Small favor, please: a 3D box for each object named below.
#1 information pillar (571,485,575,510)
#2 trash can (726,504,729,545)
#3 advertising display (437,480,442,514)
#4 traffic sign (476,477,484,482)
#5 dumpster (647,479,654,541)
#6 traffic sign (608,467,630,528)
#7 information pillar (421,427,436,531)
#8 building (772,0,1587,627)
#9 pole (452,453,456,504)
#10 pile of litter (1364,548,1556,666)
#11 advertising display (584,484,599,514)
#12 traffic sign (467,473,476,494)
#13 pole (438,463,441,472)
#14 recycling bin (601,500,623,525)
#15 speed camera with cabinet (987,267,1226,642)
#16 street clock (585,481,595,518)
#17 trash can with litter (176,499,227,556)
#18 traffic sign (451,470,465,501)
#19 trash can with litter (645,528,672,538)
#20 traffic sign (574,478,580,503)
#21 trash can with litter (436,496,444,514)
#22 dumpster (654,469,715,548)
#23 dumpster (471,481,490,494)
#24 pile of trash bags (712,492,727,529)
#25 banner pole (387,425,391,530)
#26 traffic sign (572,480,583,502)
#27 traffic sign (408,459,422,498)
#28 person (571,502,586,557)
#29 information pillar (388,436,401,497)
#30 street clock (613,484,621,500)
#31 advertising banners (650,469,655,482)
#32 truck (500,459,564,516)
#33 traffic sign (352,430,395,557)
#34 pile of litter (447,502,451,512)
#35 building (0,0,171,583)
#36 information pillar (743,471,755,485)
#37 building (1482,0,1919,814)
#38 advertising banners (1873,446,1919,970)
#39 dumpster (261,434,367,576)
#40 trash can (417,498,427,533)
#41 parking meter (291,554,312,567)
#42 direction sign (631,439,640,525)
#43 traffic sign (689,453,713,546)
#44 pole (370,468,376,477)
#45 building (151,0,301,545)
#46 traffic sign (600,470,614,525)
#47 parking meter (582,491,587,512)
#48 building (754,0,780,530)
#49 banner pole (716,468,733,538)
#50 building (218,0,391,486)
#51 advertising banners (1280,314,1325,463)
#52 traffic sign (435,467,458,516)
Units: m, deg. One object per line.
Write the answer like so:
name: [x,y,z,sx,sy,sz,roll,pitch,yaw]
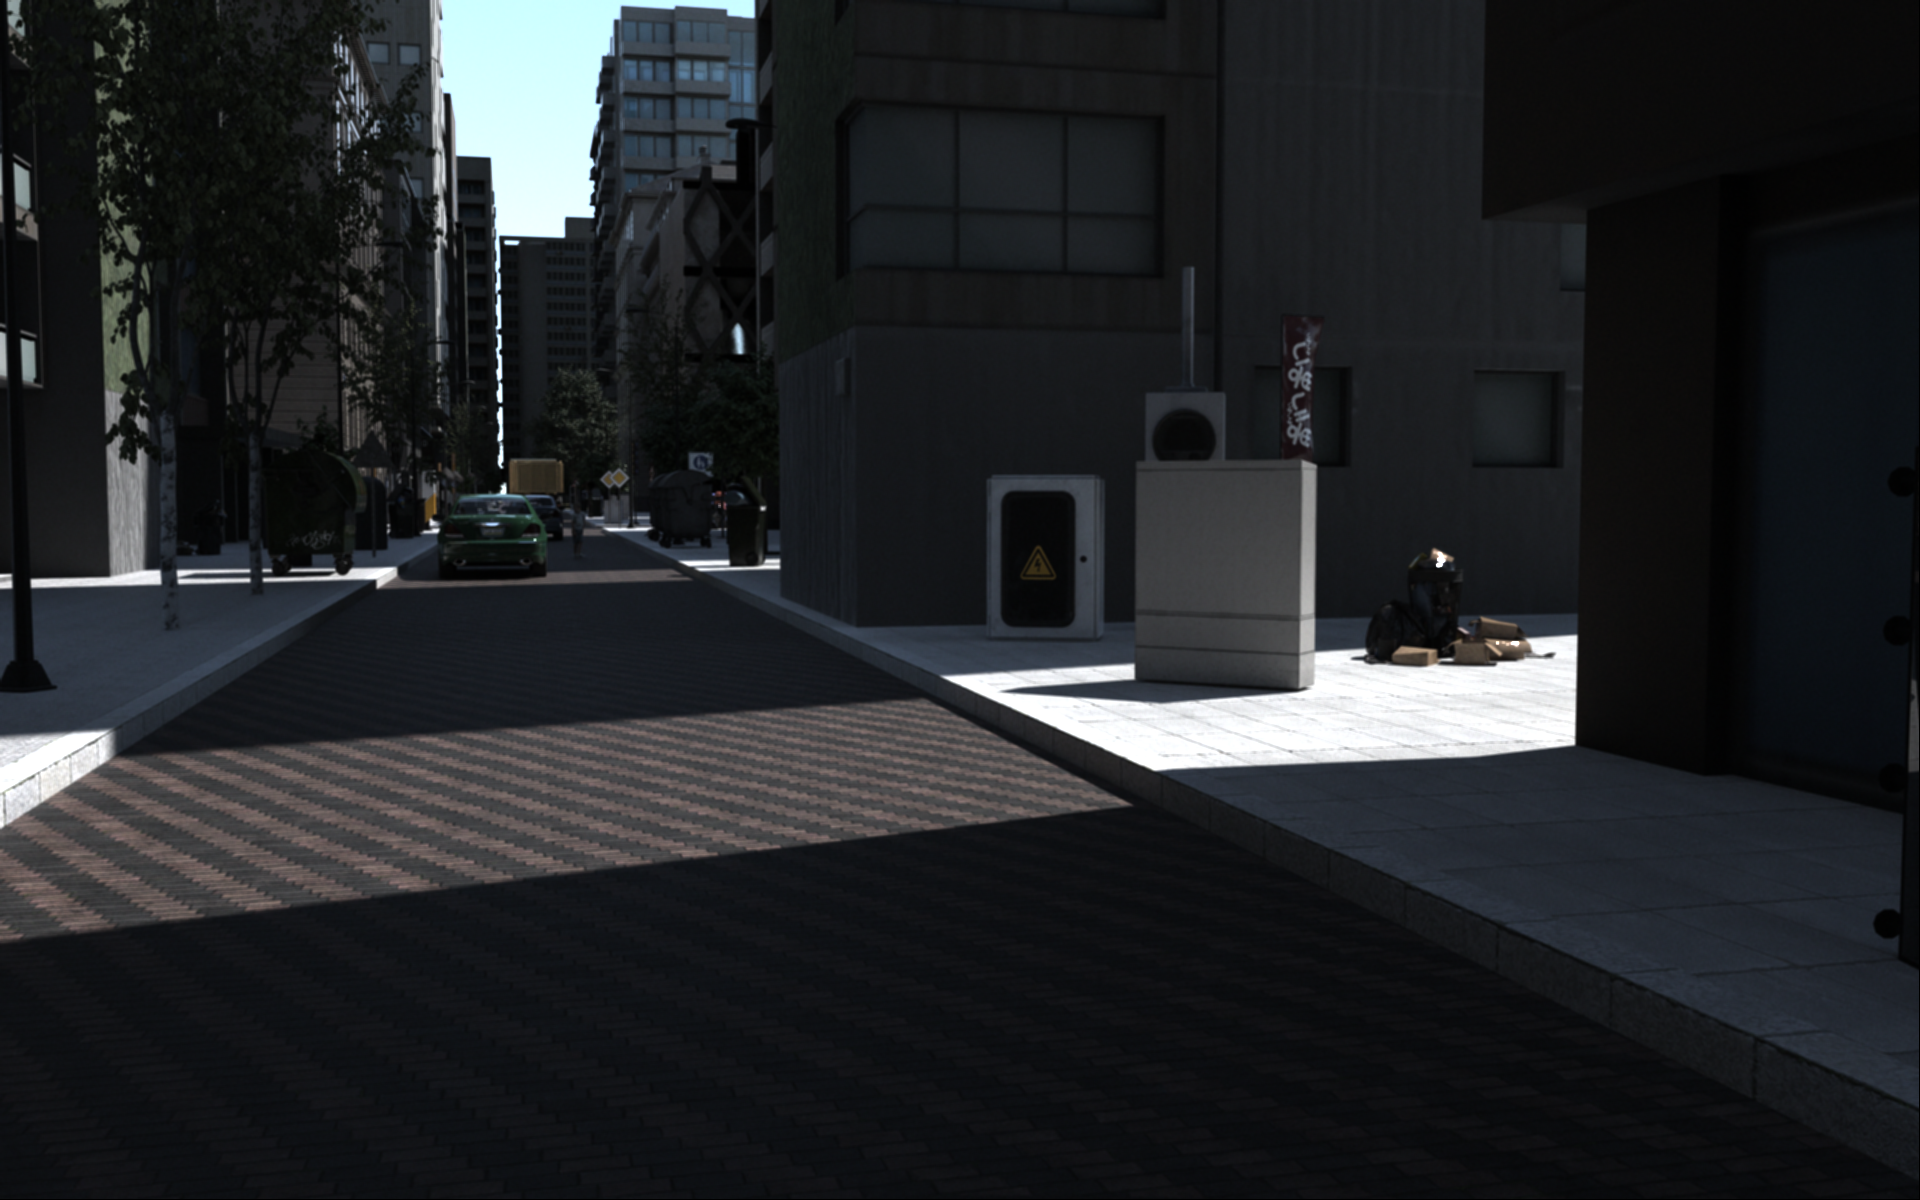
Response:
information pillar: [-32.022,-8.482,143.172,0.304,2.012,0.304,-1,4,-13]
trash can: [-5.374,-1.863,42.119,0.748,1.137,0.748,0,3,0]
advertising display: [-23.981,-4.560,79.772,0.123,1.923,0.974,-1,4,-22]
traffic sign: [-36.731,-8.091,132.385,0.768,2.556,0.104,-1,4,-10]
dumpster: [-7.889,-2.554,47.509,1.264,1.857,1.865,-1,4,-14]
traffic sign: [-12.716,-3.733,64.674,0.795,2.450,0.064,-1,4,-14]
information pillar: [-18.655,-4.244,60.741,0.504,3.616,0.183,1,4,10]
building: [4.150,-20.803,23.730,14.154,41.232,14.086,-1,4,-14]
pole: [-25.259,-5.666,86.490,0.158,3.312,0.155,0,3,0]
pile of litter: [3.889,0.031,13.463,1.719,0.858,1.176,-1,4,-11]
advertising display: [-23.808,-6.529,111.961,0.974,1.923,0.123,1,4,12]
traffic sign: [-29.011,-6.264,102.515,0.768,2.556,0.104,0,4,-5]
pole: [-34.051,-7.309,113.345,0.158,3.312,0.155,0,3,0]
recycling bin: [-14.667,-3.717,73.325,0.722,1.027,0.722,0,4,-4]
speed camera with cabinet: [1.279,-1.272,15.133,2.038,3.252,0.660,1,4,10]
street clock: [-19.989,-5.448,93.640,0.471,2.002,0.358,-2,4,-34]
trash can with litter: [-15.967,-1.522,36.278,1.055,1.170,0.624,-3,5,-43]
traffic sign: [-20.673,-4.116,70.938,0.795,2.450,0.064,-1,4,-14]
trash can with litter: [-8.584,-2.361,49.995,1.055,1.170,0.624,0,4,6]
traffic sign: [-28.452,-7.912,129.465,0.768,2.556,0.104,-1,4,-10]
trash can with litter: [-24.570,-4.322,82.045,0.624,1.170,1.055,2,4,31]
dumpster: [-6.568,-2.190,41.566,1.264,1.857,1.865,-1,4,-14]
dumpster: [-35.485,-7.669,127.886,1.502,2.255,1.985,-1,4,-14]
pile of trash bags: [-9.395,-3.327,64.143,1.912,1.369,3.447,1,4,12]
banner pole: [-20.343,-4.393,61.846,0.401,3.779,0.863,-1,4,-22]
traffic sign: [-27.702,-7.685,125.656,0.884,2.594,0.081,0,4,-5]
traffic sign: [-19.245,-3.765,61.662,0.768,2.556,0.104,-1,4,-9]
person: [-8.658,-1.600,39.346,0.332,1.250,0.352,0,4,-1]
information pillar: [-22.760,-4.794,69.732,0.504,3.616,0.183,0,4,-1]
street clock: [-17.050,-4.999,86.299,0.358,2.002,0.471,-3,5,-42]
advertising banners: [-16.559,-6.080,95.591,0.090,3.025,2.074,-3,5,-44]
truck: [-23.120,-6.009,94.175,3.469,3.379,9.791,-1,4,-16]
traffic sign: [-11.908,-2.149,35.133,0.884,2.594,0.081,-1,4,-12]
pile of litter: [-38.198,-7.218,131.983,1.719,0.858,1.176,-3,4,-37]
building: [-19.514,-20.706,22.136,14.154,41.232,14.086,-1,4,-14]
information pillar: [-5.563,-2.527,45.801,0.304,2.012,0.304,-1,4,-9]
building: [11.123,-21.557,2.564,14.600,45.320,14.200,-1,4,-14]
advertising banners: [2.614,-0.461,3.729,0.090,3.025,2.074,0,4,-1]
dumpster: [-10.409,-1.551,27.861,1.502,2.255,1.985,-1,4,-14]
trash can: [-18.120,-2.814,57.661,0.748,1.137,0.748,0,3,0]
parking meter: [-11.709,-1.365,30.728,0.372,1.533,0.369,0,3,0]
direction sign: [-13.531,-4.903,72.165,0.379,3.537,0.876,-2,4,-28]
traffic sign: [-6.387,-2.483,42.733,0.606,2.300,0.079,0,4,-4]
pole: [-20.929,-4.156,61.795,0.158,3.312,0.155,0,3,0]
building: [-32.537,-23.742,42.811,28.867,44.769,22.147,-1,4,-14]
traffic sign: [-14.659,-4.207,72.420,0.795,2.450,0.064,-1,4,-14]
parking meter: [-27.630,-7.282,127.475,0.372,1.533,0.369,0,3,0]
building: [5.540,-26.314,53.939,21.300,48.544,21.600,-1,4,-14]
banner pole: [-6.829,-3.706,50.615,0.401,3.779,0.863,1,4,22]
building: [-34.549,-17.475,82.982,12.463,27.353,25.104,-1,4,-14]
advertising banners: [2.666,-1.250,16.633,2.074,3.025,0.090,-2,4,-27]
traffic sign: [-18.730,-3.642,63.192,0.795,2.450,0.064,-1,4,-14]
